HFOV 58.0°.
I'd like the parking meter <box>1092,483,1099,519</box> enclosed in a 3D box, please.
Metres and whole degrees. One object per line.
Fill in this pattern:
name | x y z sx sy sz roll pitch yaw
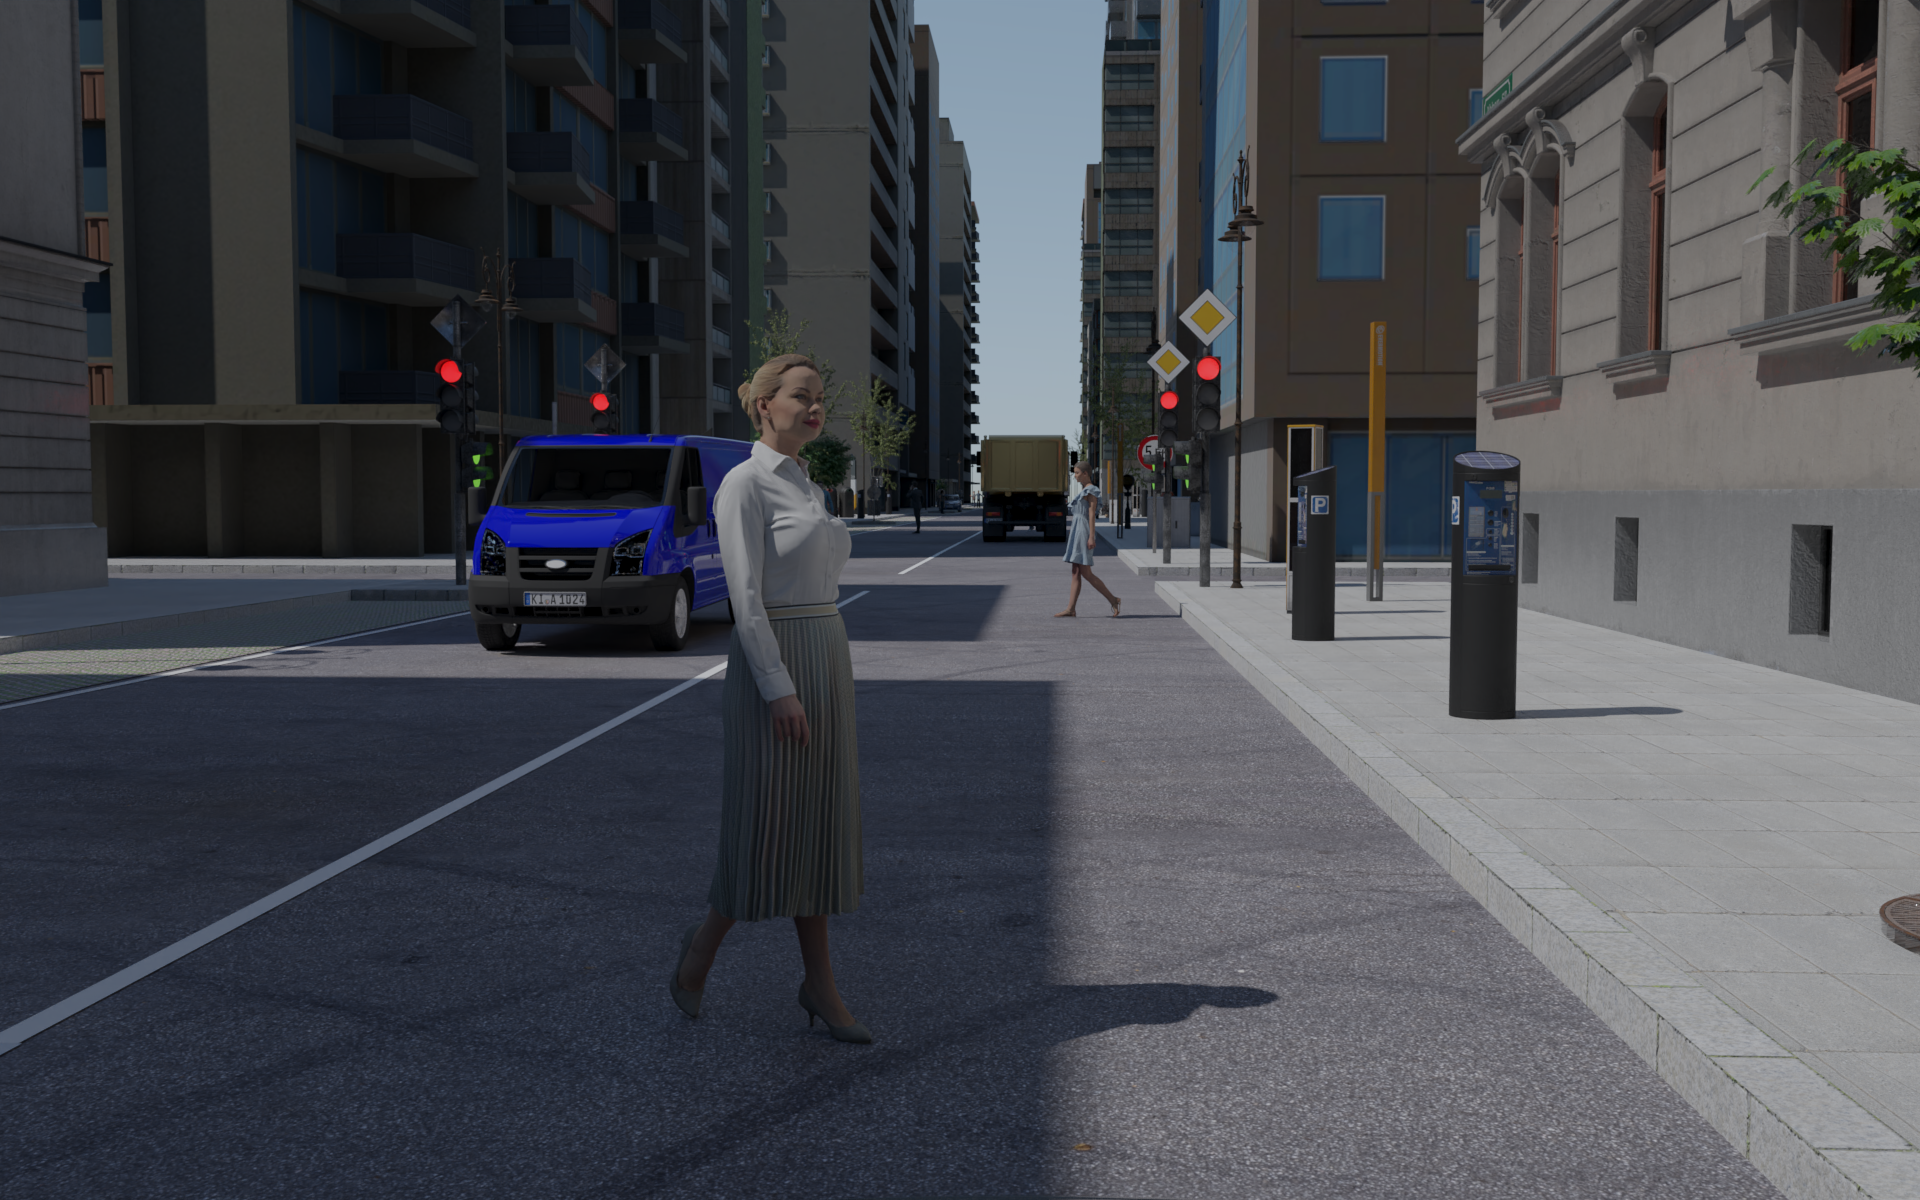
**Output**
parking meter | 7.009 -5.120 89.421 0.399 1.863 0.255 0 4 -4

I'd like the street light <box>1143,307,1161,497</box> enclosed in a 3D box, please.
street light | 4.785 -4.289 42.910 0.468 5.910 1.993 0 4 3

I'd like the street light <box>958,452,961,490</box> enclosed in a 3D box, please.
street light | -0.066 -13.441 192.547 0.468 5.910 1.993 0 4 3

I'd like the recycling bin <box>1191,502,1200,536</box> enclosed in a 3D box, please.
recycling bin | 7.098 -2.471 52.958 0.722 1.027 0.722 2 4 25

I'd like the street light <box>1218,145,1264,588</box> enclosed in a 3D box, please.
street light | 3.773 -3.097 23.431 0.468 5.910 1.993 0 4 3

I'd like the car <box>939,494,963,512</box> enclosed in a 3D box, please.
car | -0.759 -7.686 137.674 2.014 1.417 4.499 0 4 2

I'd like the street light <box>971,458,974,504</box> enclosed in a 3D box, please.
street light | 1.623 -15.367 224.033 0.468 5.910 1.993 0 4 3

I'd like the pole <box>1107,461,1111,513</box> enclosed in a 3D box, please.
pole | 9.180 -6.885 106.413 0.158 3.312 0.155 0 3 0

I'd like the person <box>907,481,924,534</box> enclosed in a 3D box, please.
person | -1.632 -3.369 62.948 0.474 1.900 0.648 2 4 28

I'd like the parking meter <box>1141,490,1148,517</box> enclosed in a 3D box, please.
parking meter | 10.271 -5.371 96.232 0.372 1.533 0.369 0 3 0

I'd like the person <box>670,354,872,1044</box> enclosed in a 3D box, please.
person | -0.518 0.252 4.604 0.641 1.798 0.478 3 4 37

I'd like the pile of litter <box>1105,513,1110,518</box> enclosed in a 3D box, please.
pile of litter | 8.350 -4.885 93.836 1.176 0.858 1.719 2 4 30

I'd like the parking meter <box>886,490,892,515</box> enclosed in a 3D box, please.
parking meter | -4.440 -6.088 107.942 0.372 1.533 0.369 0 3 0

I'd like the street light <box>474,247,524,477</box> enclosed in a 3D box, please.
street light | -8.661 -3.664 32.687 0.468 5.910 1.993 0 4 3

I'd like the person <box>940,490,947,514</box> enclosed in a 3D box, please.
person | -1.192 -7.015 123.908 0.721 1.735 1.217 1 4 20

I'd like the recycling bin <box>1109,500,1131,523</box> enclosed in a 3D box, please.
recycling bin | 7.068 -3.905 76.403 0.722 1.027 0.722 -2 4 -25

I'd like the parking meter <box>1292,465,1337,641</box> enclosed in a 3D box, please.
parking meter | 3.109 -0.416 15.207 0.372 1.533 0.369 0 3 0

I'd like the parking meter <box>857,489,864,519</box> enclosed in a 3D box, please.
parking meter | -5.188 -5.021 90.509 0.372 1.533 0.369 0 3 0

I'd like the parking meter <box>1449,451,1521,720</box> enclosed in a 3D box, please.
parking meter | 3.018 -0.095 9.965 0.372 1.533 0.369 0 3 0

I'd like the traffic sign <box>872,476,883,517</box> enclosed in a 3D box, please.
traffic sign | -4.692 -5.890 98.437 0.606 2.300 0.079 0 4 8

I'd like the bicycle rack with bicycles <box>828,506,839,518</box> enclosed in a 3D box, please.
bicycle rack with bicycles | -8.364 -5.365 101.097 2.852 0.926 2.925 -3 5 -41

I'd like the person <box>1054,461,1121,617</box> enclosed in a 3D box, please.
person | 1.476 -0.699 20.030 0.778 1.811 0.616 0 4 7

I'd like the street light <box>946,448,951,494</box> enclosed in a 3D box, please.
street light | -1.168 -12.184 171.990 0.468 5.910 1.993 0 4 3

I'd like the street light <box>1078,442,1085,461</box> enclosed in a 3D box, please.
street light | 10.764 -10.931 151.508 0.468 5.910 1.993 0 4 3

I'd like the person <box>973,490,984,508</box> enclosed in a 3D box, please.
person | 1.936 -10.444 179.240 1.348 1.826 0.705 -1 4 -19

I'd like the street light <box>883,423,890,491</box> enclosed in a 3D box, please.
street light | -4.534 -8.339 109.133 0.468 5.910 1.993 0 4 3

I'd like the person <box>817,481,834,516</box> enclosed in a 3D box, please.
person | -3.992 -2.545 50.130 0.660 1.820 0.620 -1 4 -10

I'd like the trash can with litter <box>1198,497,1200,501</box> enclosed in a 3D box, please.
trash can with litter | 10.998 -3.981 76.155 2.233 1.210 1.678 2 4 34

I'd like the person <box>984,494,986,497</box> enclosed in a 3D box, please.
person | 3.161 -11.749 200.696 1.348 1.812 0.705 -3 4 -37

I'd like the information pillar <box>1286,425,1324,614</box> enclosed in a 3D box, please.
information pillar | 3.689 -0.860 18.545 0.304 2.012 0.304 2 4 28

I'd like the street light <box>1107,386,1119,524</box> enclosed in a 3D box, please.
street light | 6.564 -6.211 74.339 0.468 5.910 1.993 0 4 3

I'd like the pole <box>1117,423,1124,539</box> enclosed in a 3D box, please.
pole | 4.614 -3.425 49.846 0.158 3.312 0.155 0 3 0

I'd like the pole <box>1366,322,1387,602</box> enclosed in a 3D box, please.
pole | 4.965 -1.639 20.645 0.158 3.312 0.155 0 3 0

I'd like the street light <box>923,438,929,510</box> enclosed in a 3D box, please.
street light | -2.772 -10.264 140.596 0.468 5.910 1.993 0 4 3

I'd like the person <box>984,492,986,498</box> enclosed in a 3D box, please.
person | 3.218 -12.382 211.870 0.541 1.710 0.530 0 4 -7

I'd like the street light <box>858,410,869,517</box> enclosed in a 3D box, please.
street light | -5.298 -7.503 95.467 0.468 5.910 1.993 0 4 3

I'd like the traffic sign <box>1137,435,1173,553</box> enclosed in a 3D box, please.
traffic sign | 4.212 -2.283 37.436 0.768 2.556 0.104 1 4 11

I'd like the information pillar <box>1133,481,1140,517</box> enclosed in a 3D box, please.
information pillar | 9.901 -5.669 97.180 0.304 2.012 0.304 3 4 38

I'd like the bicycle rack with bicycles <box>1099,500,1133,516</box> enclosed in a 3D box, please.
bicycle rack with bicycles | 9.344 -5.507 103.422 2.925 0.926 2.852 -1 4 -8

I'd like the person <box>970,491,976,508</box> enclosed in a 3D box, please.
person | 1.339 -10.618 182.626 0.750 1.759 0.617 1 4 13

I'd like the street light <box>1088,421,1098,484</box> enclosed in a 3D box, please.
street light | 8.278 -8.163 106.261 0.468 5.910 1.993 0 4 3

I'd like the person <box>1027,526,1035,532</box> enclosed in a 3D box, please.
person | 2.649 -3.469 65.883 0.731 1.740 0.598 2 4 35

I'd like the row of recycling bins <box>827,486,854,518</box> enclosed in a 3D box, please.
row of recycling bins | -7.499 -5.293 93.660 3.534 1.692 1.069 -1 4 -8
